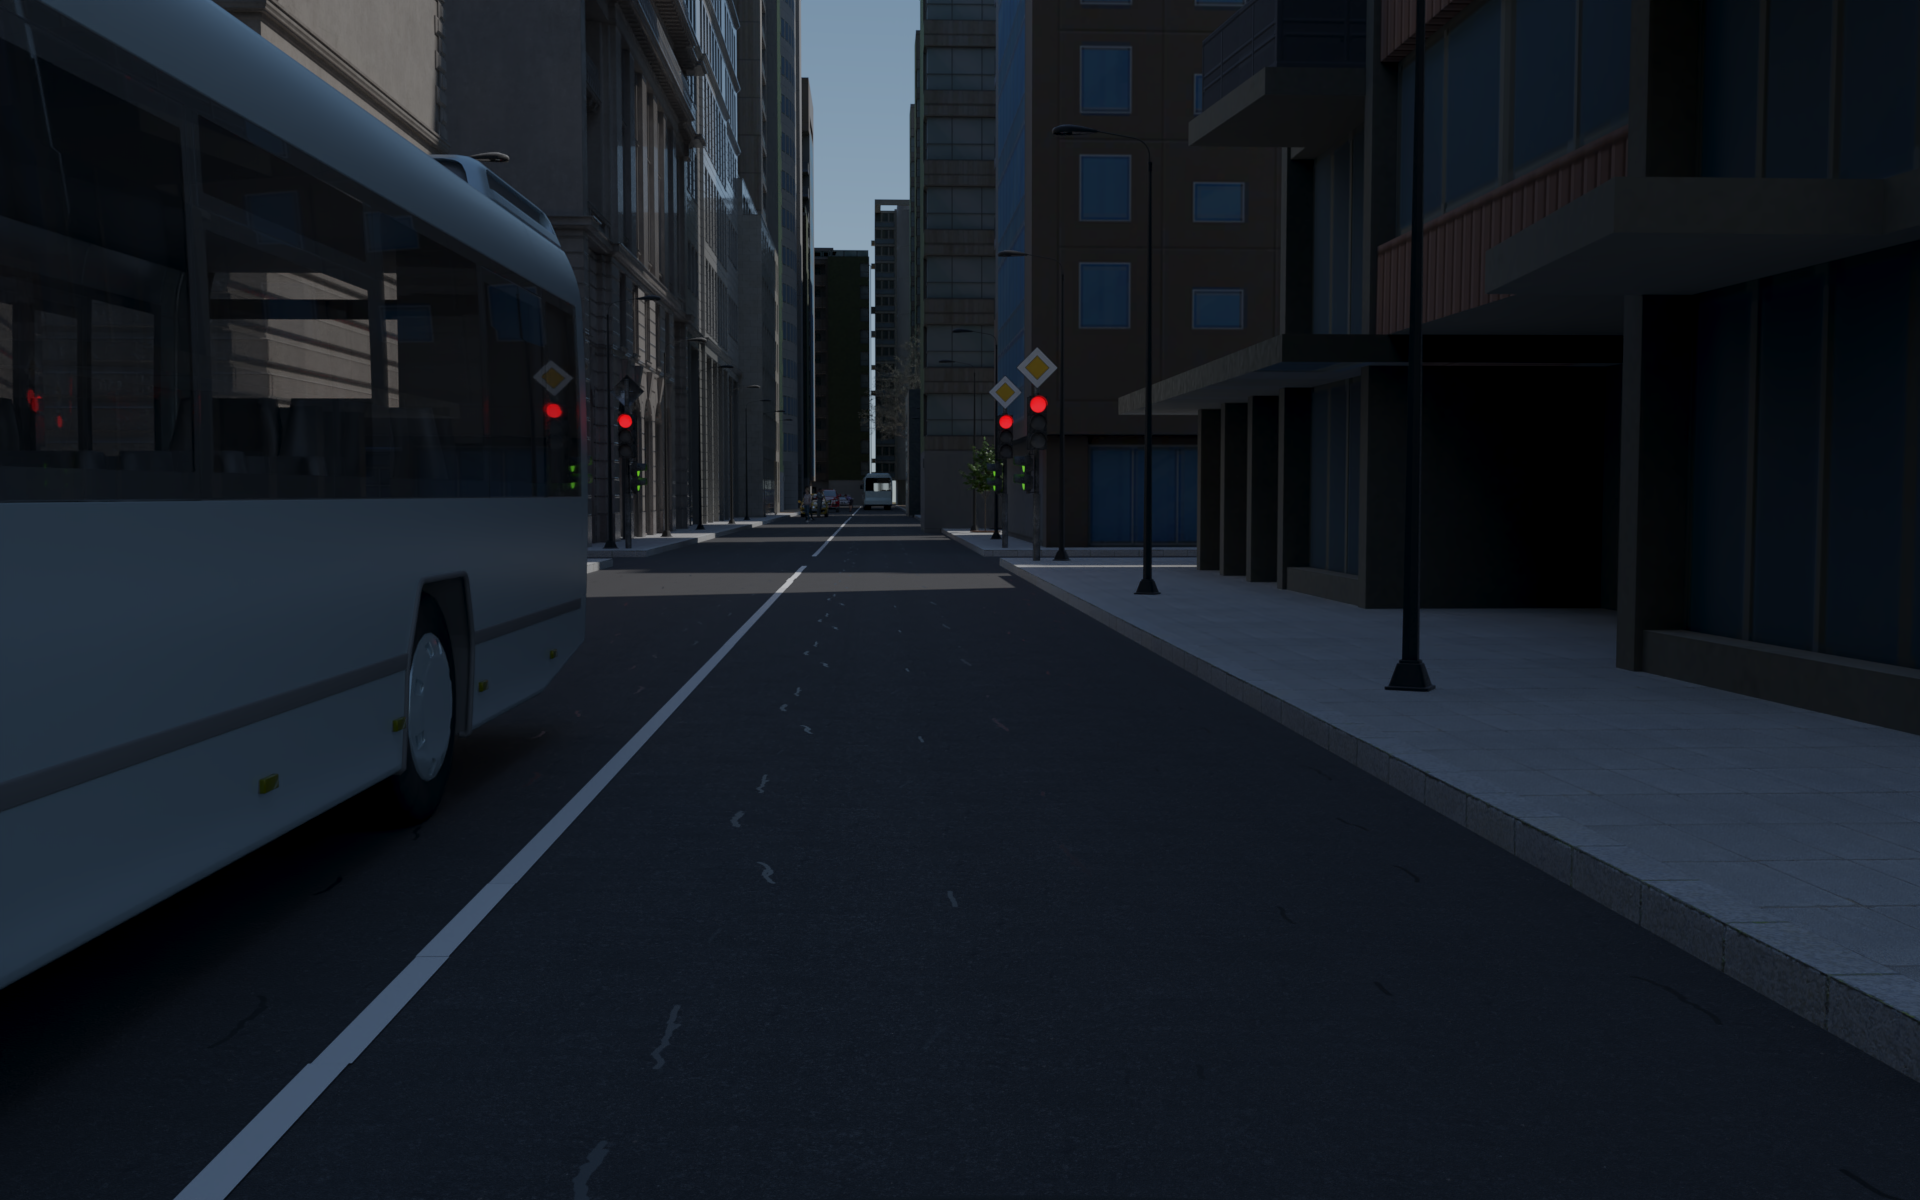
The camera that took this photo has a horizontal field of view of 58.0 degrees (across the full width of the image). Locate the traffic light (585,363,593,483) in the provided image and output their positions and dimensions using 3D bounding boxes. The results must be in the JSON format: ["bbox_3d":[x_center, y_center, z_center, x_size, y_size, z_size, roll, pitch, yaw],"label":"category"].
[{"bbox_3d":[-7.397,-2.680,32.742,0.839,4.253,0.868,0,4,-3],"label":"traffic light"}]

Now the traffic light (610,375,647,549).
[{"bbox_3d":[-7.798,-3.168,40.717,0.839,4.253,0.868,0,4,-3],"label":"traffic light"}]

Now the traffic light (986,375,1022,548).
[{"bbox_3d":[1.052,-3.196,41.176,0.839,4.253,0.868,0,4,-3],"label":"traffic light"}]

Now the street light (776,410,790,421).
[{"bbox_3d":[-10.355,-7.542,95.846,1.470,5.913,1.316,0,4,-3],"label":"street light"}]

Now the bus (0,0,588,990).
[{"bbox_3d":[-3.420,-0.577,4.302,2.948,3.499,13.247,0,4,-2],"label":"bus"}]

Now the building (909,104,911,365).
[{"bbox_3d":[2.877,-28.959,157.077,14.154,41.232,14.086,0,4,-3],"label":"building"}]

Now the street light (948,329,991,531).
[{"bbox_3d":[0.484,-4.663,48.774,1.470,5.913,1.316,0,4,-3],"label":"street light"}]

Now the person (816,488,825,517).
[{"bbox_3d":[-8.540,-5.960,106.123,0.466,1.800,0.511,1,4,10],"label":"person"}]

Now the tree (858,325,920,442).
[{"bbox_3d":[-2.149,-12.961,122.278,12.009,13.543,11.850,0,3,0],"label":"tree"}]

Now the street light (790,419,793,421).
[{"bbox_3d":[-11.010,-8.221,106.954,1.470,5.913,1.316,0,4,-3],"label":"street light"}]

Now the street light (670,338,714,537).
[{"bbox_3d":[-8.227,-4.834,51.583,1.470,5.913,1.316,0,4,-3],"label":"street light"}]

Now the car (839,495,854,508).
[{"bbox_3d":[-12.040,-10.241,179.801,2.083,1.381,4.827,0,4,-3],"label":"car"}]

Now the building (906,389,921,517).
[{"bbox_3d":[8.261,-48.122,99.472,22.319,86.520,31.000,0,4,-3],"label":"building"}]

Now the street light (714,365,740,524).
[{"bbox_3d":[-8.830,-5.494,62.367,1.470,5.913,1.316,0,4,-3],"label":"street light"}]

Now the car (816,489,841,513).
[{"bbox_3d":[-10.490,-7.804,136.265,2.281,1.827,5.304,0,4,-4],"label":"car"}]

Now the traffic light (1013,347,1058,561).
[{"bbox_3d":[1.453,-2.708,33.201,0.839,4.253,0.868,0,4,-3],"label":"traffic light"}]

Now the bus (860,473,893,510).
[{"bbox_3d":[-7.738,-10.148,160.786,2.948,3.499,13.247,0,4,-4],"label":"bus"}]

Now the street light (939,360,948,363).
[{"bbox_3d":[-0.036,-5.346,59.952,1.470,5.913,1.316,0,4,-3],"label":"street light"}]

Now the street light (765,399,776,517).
[{"bbox_3d":[-9.918,-6.869,84.853,1.470,5.913,1.316,0,4,-3],"label":"street light"}]

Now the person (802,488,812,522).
[{"bbox_3d":[-7.691,-4.791,87.500,0.731,1.740,0.598,2,4,34],"label":"person"}]

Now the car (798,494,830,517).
[{"bbox_3d":[-9.113,-6.012,108.512,2.015,1.641,3.980,0,4,-3],"label":"car"}]

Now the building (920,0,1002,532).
[{"bbox_3d":[5.348,-23.645,70.184,14.154,41.232,14.086,0,4,-3],"label":"building"}]

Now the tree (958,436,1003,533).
[{"bbox_3d":[0.717,-3.851,57.566,1.663,3.219,1.824,0,3,0],"label":"tree"}]

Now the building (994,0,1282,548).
[{"bbox_3d":[8.427,-24.271,46.942,14.200,45.320,14.600,0,4,-3],"label":"building"}]

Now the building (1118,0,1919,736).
[{"bbox_3d":[14.251,-22.102,15.995,22.147,44.769,28.867,0,4,-3],"label":"building"}]

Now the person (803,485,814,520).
[{"bbox_3d":[-8.240,-5.288,94.315,0.648,1.900,0.474,2,4,35],"label":"person"}]

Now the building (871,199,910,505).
[{"bbox_3d":[0.960,-32.047,215.843,23.993,40.220,32.217,0,4,-3],"label":"building"}]

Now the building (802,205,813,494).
[{"bbox_3d":[-21.790,-24.118,166.031,14.160,30.474,14.107,0,4,-3],"label":"building"}]

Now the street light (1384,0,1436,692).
[{"bbox_3d":[2.421,-2.364,11.197,1.470,5.913,1.316,0,4,-3],"label":"street light"}]

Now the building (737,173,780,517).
[{"bbox_3d":[-16.398,-15.156,102.550,10.420,20.320,16.860,0,4,-3],"label":"building"}]

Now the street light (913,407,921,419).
[{"bbox_3d":[-1.634,-7.326,92.316,1.470,5.913,1.316,0,4,-3],"label":"street light"}]

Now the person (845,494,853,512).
[{"bbox_3d":[-8.749,-7.625,136.398,0.697,1.427,0.421,0,4,-2],"label":"person"}]

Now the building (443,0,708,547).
[{"bbox_3d":[-15.357,-12.860,52.058,13.314,21.916,24.055,0,4,-3],"label":"building"}]

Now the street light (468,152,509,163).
[{"bbox_3d":[-6.832,-3.128,23.691,1.470,5.913,1.316,0,4,-3],"label":"street light"}]

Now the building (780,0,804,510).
[{"bbox_3d":[-24.181,-36.781,143.373,21.231,58.520,28.212,0,4,-3],"label":"building"}]

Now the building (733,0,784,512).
[{"bbox_3d":[-19.933,-26.812,121.971,14.154,41.232,14.086,0,4,-3],"label":"building"}]

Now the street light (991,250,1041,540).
[{"bbox_3d":[1.418,-3.709,33.186,1.470,5.913,1.316,0,4,-3],"label":"street light"}]

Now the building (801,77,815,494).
[{"bbox_3d":[-22.752,-32.600,183.122,14.200,45.320,14.600,0,4,-3],"label":"building"}]

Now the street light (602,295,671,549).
[{"bbox_3d":[-7.686,-4.163,40.613,1.470,5.913,1.316,0,4,-3],"label":"street light"}]

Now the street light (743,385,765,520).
[{"bbox_3d":[-9.240,-6.210,74.072,1.470,5.913,1.316,0,4,-3],"label":"street light"}]

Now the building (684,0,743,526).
[{"bbox_3d":[-16.672,-18.437,78.930,11.434,29.767,29.804,0,4,-3],"label":"building"}]

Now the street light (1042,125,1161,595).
[{"bbox_3d":[1.858,-3.024,21.984,1.470,5.913,1.316,0,4,-3],"label":"street light"}]

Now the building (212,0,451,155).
[{"bbox_3d":[-18.541,-12.092,26.583,19.941,23.489,11.050,0,4,-3],"label":"building"}]

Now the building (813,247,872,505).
[{"bbox_3d":[-17.594,-26.551,205.805,14.107,30.474,14.160,0,4,-3],"label":"building"}]
